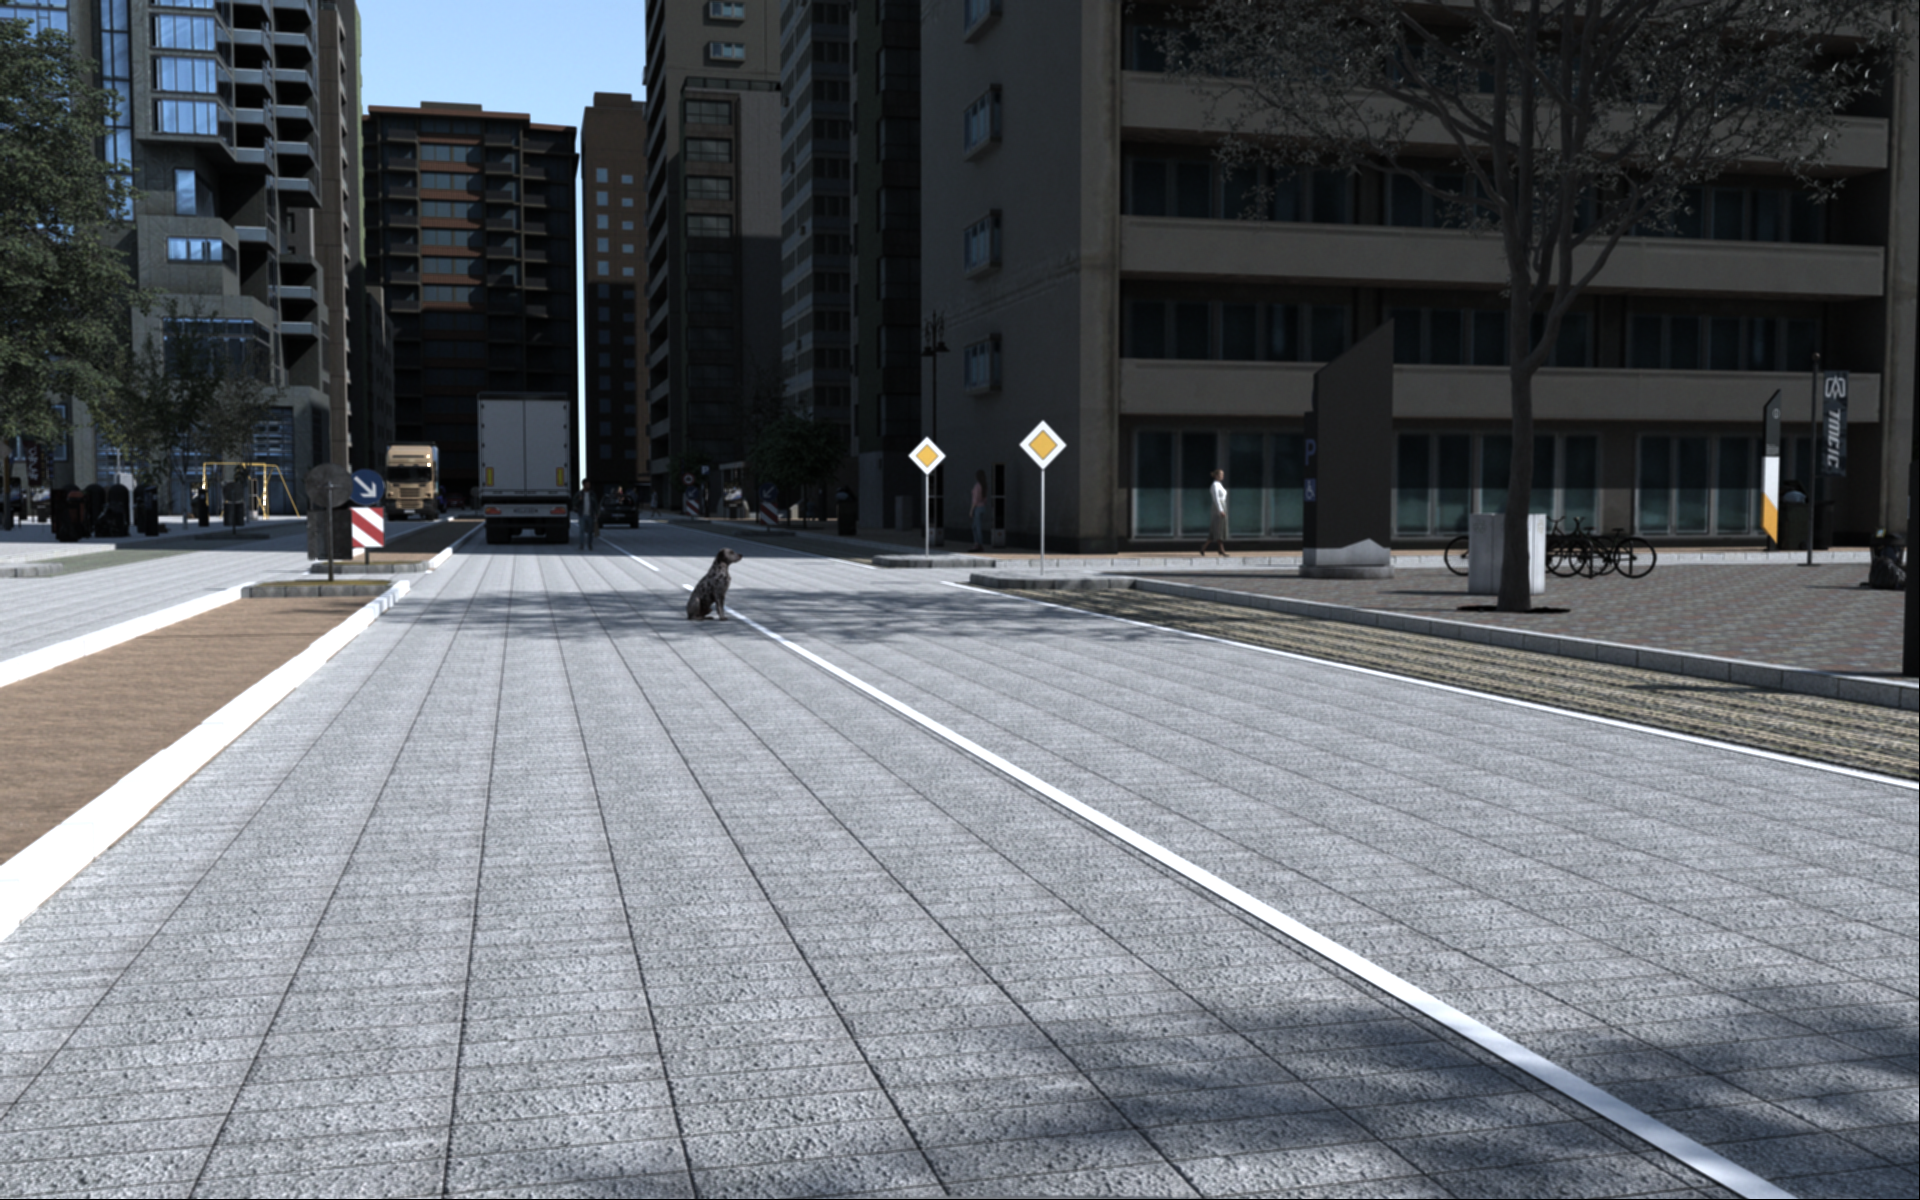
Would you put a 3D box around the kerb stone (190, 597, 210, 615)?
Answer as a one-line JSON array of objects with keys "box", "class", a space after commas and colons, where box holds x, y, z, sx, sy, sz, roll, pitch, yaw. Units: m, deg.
[{"box": [-9.130, 0.094, 20.660, 0.120, 0.150, 1.000, -1, 4, -14], "class": "kerb stone"}]

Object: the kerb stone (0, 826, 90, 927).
[{"box": [-3.314, 0.976, 6.244, 0.120, 0.150, 1.000, -1, 4, -14], "class": "kerb stone"}]

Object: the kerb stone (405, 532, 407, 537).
[{"box": [-18.051, -2.065, 55.954, 0.120, 0.150, 1.000, -1, 4, -14], "class": "kerb stone"}]

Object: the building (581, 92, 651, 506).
[{"box": [-35.508, -33.492, 197.697, 14.200, 45.320, 14.600, -1, 4, -14], "class": "building"}]

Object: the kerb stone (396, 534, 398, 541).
[{"box": [-17.040, -1.822, 51.982, 0.120, 0.150, 1.000, -1, 4, -14], "class": "kerb stone"}]

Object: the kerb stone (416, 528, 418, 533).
[{"box": [-19.557, -2.430, 61.925, 0.120, 0.150, 1.000, -1, 4, -14], "class": "kerb stone"}]

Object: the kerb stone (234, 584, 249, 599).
[{"box": [-9.885, -0.086, 23.644, 0.120, 0.150, 1.000, -1, 4, -14], "class": "kerb stone"}]

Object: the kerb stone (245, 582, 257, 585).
[{"box": [-10.137, -0.149, 24.644, 0.120, 0.150, 1.000, -1, 4, -14], "class": "kerb stone"}]

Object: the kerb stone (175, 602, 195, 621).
[{"box": [-8.875, 0.155, 19.668, 0.120, 0.150, 1.000, -1, 4, -14], "class": "kerb stone"}]

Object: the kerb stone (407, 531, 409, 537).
[{"box": [-18.299, -2.126, 56.962, 0.120, 0.150, 1.000, -1, 4, -14], "class": "kerb stone"}]

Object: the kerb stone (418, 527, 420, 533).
[{"box": [-19.804, -2.491, 62.918, 0.120, 0.150, 1.000, -1, 4, -14], "class": "kerb stone"}]

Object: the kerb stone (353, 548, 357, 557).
[{"box": [-13.782, -1.032, 39.070, 0.120, 0.150, 1.000, -1, 4, -14], "class": "kerb stone"}]

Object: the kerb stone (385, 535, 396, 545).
[{"box": [-16.791, -1.761, 50.990, 0.120, 0.150, 1.000, -1, 4, -14], "class": "kerb stone"}]

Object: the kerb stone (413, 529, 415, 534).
[{"box": [-19.048, -2.309, 59.945, 0.120, 0.150, 1.000, -1, 4, -14], "class": "kerb stone"}]

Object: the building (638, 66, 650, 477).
[{"box": [-18.866, -33.547, 168.095, 23.786, 49.044, 30.456, -1, 4, -14], "class": "building"}]

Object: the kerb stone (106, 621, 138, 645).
[{"box": [-8.123, 0.337, 16.686, 0.120, 0.150, 1.000, -1, 4, -14], "class": "kerb stone"}]

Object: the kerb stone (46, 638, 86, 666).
[{"box": [-7.628, 0.459, 14.696, 0.120, 0.150, 1.000, -1, 4, -14], "class": "kerb stone"}]

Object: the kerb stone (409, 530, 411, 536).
[{"box": [-18.554, -2.187, 57.960, 0.120, 0.150, 1.000, -1, 4, -14], "class": "kerb stone"}]

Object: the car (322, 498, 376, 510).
[{"box": [-17.751, -2.308, 50.323, 1.945, 1.354, 3.894, -1, 4, -15], "class": "car"}]

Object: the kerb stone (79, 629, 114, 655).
[{"box": [-7.871, 0.398, 15.696, 0.120, 0.150, 1.000, -1, 4, -14], "class": "kerb stone"}]

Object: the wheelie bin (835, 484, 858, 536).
[{"box": [-3.520, -2.796, 53.630, 0.693, 1.594, 0.980, 0, 4, -7], "class": "wheelie bin"}]

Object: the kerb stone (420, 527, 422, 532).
[{"box": [-20.050, -2.549, 63.910, 0.120, 0.150, 1.000, -1, 4, -14], "class": "kerb stone"}]

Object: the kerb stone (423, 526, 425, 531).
[{"box": [-20.563, -2.671, 65.899, 0.120, 0.150, 1.000, -1, 4, -14], "class": "kerb stone"}]

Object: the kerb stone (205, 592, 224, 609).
[{"box": [-9.382, 0.033, 21.656, 0.120, 0.150, 1.000, -1, 4, -14], "class": "kerb stone"}]

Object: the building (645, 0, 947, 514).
[{"box": [-14.164, -31.731, 142.501, 21.300, 48.544, 21.600, -1, 4, -14], "class": "building"}]

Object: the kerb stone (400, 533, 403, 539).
[{"box": [-17.546, -1.944, 53.972, 0.120, 0.150, 1.000, -1, 4, -14], "class": "kerb stone"}]

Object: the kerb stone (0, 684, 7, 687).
[{"box": [-7.122, 0.580, 12.706, 0.120, 0.150, 1.000, -1, 4, -14], "class": "kerb stone"}]

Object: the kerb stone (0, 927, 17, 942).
[{"box": [-3.059, 1.037, 5.248, 0.120, 0.150, 1.000, -1, 4, -14], "class": "kerb stone"}]

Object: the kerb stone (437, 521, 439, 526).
[{"box": [-23.326, -3.342, 76.840, 0.120, 0.150, 1.000, -1, 4, -14], "class": "kerb stone"}]

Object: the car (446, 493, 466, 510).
[{"box": [-45.976, -9.077, 157.450, 2.155, 1.783, 4.494, -1, 4, -14], "class": "car"}]

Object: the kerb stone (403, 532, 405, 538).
[{"box": [-17.798, -2.002, 54.963, 0.120, 0.150, 1.000, -1, 4, -14], "class": "kerb stone"}]

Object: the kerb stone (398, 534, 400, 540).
[{"box": [-17.298, -1.883, 52.980, 0.120, 0.150, 1.000, -1, 4, -14], "class": "kerb stone"}]

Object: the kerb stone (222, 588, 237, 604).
[{"box": [-9.628, -0.025, 22.648, 0.120, 0.150, 1.000, -1, 4, -14], "class": "kerb stone"}]

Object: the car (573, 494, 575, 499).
[{"box": [-36.080, -9.461, 163.488, 1.959, 1.807, 4.718, -1, 4, -15], "class": "car"}]

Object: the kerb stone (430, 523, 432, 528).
[{"box": [-21.815, -2.977, 70.865, 0.120, 0.150, 1.000, -1, 4, -14], "class": "kerb stone"}]

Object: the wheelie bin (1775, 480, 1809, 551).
[{"box": [18.860, -1.919, 39.277, 0.693, 1.594, 0.980, 0, 4, -6], "class": "wheelie bin"}]

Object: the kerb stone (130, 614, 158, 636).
[{"box": [-8.380, 0.276, 17.676, 0.120, 0.150, 1.000, -1, 4, -14], "class": "kerb stone"}]

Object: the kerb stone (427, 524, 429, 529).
[{"box": [-21.308, -2.855, 68.880, 0.120, 0.150, 1.000, -1, 4, -14], "class": "kerb stone"}]

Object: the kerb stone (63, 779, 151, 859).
[{"box": [-3.565, 0.915, 7.243, 0.120, 0.150, 1.000, -1, 4, -14], "class": "kerb stone"}]

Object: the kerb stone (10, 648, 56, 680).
[{"box": [-7.367, 0.520, 13.699, 0.120, 0.150, 1.000, -1, 4, -14], "class": "kerb stone"}]

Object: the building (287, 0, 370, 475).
[{"box": [-55.161, -27.760, 137.474, 14.154, 41.232, 14.086, -1, 4, -14], "class": "building"}]

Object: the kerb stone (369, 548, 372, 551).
[{"box": [-14.779, -1.274, 43.045, 0.120, 0.150, 1.000, -1, 4, -14], "class": "kerb stone"}]

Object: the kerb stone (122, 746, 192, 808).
[{"box": [-3.823, 0.854, 8.232, 0.120, 0.150, 1.000, -1, 4, -14], "class": "kerb stone"}]

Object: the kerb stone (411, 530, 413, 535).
[{"box": [-18.797, -2.248, 58.954, 0.120, 0.150, 1.000, -1, 4, -14], "class": "kerb stone"}]

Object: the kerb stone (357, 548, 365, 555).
[{"box": [-14.281, -1.154, 41.059, 0.120, 0.150, 1.000, -1, 4, -14], "class": "kerb stone"}]

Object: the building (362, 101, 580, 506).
[{"box": [-57.958, -33.149, 196.603, 28.867, 44.769, 22.147, -1, 4, -14], "class": "building"}]

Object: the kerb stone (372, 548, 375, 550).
[{"box": [-15.035, -1.336, 44.035, 0.120, 0.150, 1.000, -1, 4, -14], "class": "kerb stone"}]

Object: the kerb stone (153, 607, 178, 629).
[{"box": [-8.626, 0.215, 18.675, 0.120, 0.150, 1.000, -1, 4, -14], "class": "kerb stone"}]

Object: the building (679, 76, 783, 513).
[{"box": [-13.244, -21.603, 124.906, 14.160, 30.474, 14.107, -1, 4, -14], "class": "building"}]

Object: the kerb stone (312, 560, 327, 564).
[{"box": [-12.264, -0.665, 33.097, 0.120, 0.150, 1.000, -1, 4, -14], "class": "kerb stone"}]

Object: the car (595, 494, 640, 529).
[{"box": [-14.504, -3.874, 73.133, 2.009, 1.686, 4.222, -1, 4, -13], "class": "car"}]
